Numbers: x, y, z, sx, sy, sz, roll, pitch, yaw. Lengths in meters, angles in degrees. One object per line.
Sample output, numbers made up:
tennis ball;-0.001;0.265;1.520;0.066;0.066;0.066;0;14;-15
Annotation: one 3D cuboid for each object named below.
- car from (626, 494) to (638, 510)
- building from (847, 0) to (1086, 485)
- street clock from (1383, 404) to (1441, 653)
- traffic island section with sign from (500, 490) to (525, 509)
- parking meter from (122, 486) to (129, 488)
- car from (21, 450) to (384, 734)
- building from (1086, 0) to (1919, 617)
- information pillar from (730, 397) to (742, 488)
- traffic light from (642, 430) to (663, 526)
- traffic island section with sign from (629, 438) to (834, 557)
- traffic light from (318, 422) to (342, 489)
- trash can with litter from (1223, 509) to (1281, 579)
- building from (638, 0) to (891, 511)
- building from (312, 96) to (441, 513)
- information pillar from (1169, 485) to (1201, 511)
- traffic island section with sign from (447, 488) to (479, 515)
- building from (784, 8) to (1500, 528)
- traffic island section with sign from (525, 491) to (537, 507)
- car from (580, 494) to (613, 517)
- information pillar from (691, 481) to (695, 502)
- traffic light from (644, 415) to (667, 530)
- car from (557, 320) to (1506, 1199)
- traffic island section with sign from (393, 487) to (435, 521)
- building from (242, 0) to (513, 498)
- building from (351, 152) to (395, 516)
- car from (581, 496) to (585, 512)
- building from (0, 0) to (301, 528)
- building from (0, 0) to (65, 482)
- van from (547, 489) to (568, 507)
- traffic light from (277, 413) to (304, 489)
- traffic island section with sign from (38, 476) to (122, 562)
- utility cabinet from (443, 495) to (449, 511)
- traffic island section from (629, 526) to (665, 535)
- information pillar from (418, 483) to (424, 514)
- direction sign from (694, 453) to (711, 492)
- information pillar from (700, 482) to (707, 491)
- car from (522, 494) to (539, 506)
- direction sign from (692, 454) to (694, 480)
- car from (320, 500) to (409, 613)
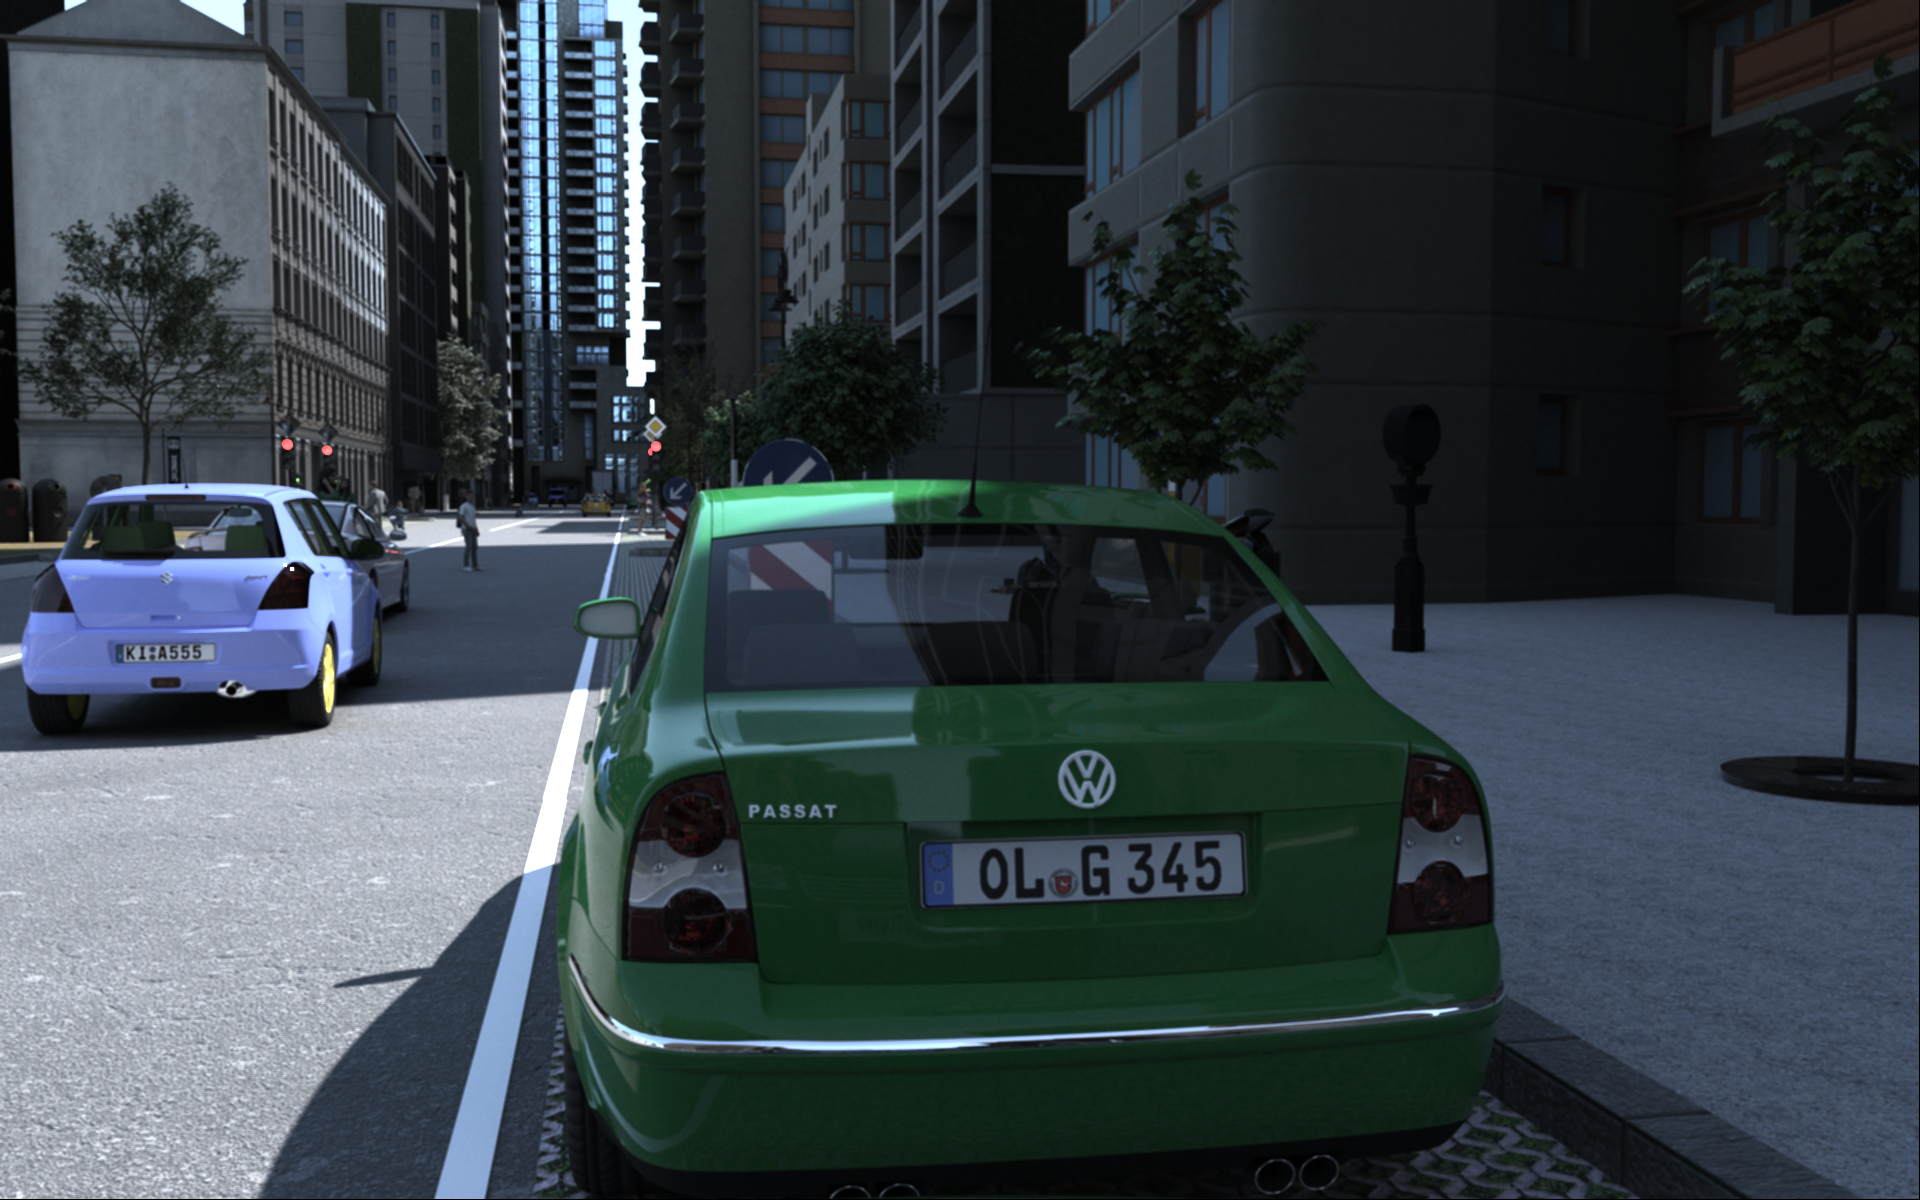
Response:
car;-29.379;-9.102;157.605;1.959;1.807;4.718;-1;4;-12
building;7.538;-37.181;46.168;20.563;71.187;20.611;-1;4;-11
street clock;3.661;-0.582;14.079;0.471;2.002;0.358;-3;4;-39
traffic island section with sign;-43.522;-9.746;167.982;1.989;1.847;2.006;-1;4;-11
parking meter;-25.183;-2.673;52.119;0.372;1.533;0.369;0;3;0
car;-4.968;-0.133;11.760;1.945;1.707;3.694;-1;4;-12
building;18.065;-10.481;16.407;27.650;21.520;28.899;-1;4;-11
information pillar;-5.458;-3.088;41.840;0.183;3.616;0.504;-1;4;-17
traffic light;-12.412;-4.954;69.922;0.839;4.253;0.868;-1;4;-11
traffic island section with sign;-1.468;-0.275;13.128;1.989;1.847;2.006;-1;4;-11
traffic light;-24.599;-4.811;67.580;0.839;4.253;0.868;-1;4;-11
trash can with litter;1.939;-0.120;13.346;0.624;1.170;1.055;-3;5;-44
building;-12.923;-29.144;131.135;22.147;44.769;28.867;-1;4;-11
building;-42.707;-19.563;113.362;14.314;27.812;24.014;-1;4;-11
information pillar;2.402;-1.654;18.403;0.183;3.616;0.504;3;5;43
traffic island section with sign;-34.172;-6.760;119.151;1.989;1.847;2.006;-1;4;-11
building;6.829;-14.840;87.670;28.899;21.520;27.650;-1;4;-11
traffic island section with sign;-48.600;-11.366;194.457;1.989;1.847;2.006;-1;4;-11
car;-22.706;-5.995;108.239;2.015;1.641;3.980;-1;4;-12
information pillar;-14.566;-5.484;94.159;0.304;2.012;0.304;-1;4;-12
traffic light;-10.909;-4.475;62.079;0.839;4.253;0.868;-1;4;-11
car;-0.156;0.230;5.029;1.959;1.807;4.718;-1;4;-9
traffic island section with sign;-28.973;-5.101;92.021;1.989;1.847;2.006;-1;4;-11
building;-67.264;-40.360;201.891;28.212;58.520;21.231;-1;4;-11
building;-36.684;-14.922;93.126;9.793;20.994;18.267;-1;4;-11
car;-29.507;-7.793;139.414;2.014;1.417;4.499;-1;4;-9
building;-33.043;-13.829;75.258;9.793;20.994;18.267;-1;4;-11
building;-45.767;-14.633;68.922;15.834;23.373;12.332;-1;4;-11
van;-44.685;-11.492;192.277;2.240;2.365;5.245;-1;4;-12
traffic light;-23.097;-4.331;59.737;0.839;4.253;0.868;-1;4;-11
traffic island section with sign;-18.500;-1.756;37.332;1.989;1.847;2.006;-1;4;-11
utility cabinet;-39.381;-7.433;132.698;0.306;1.237;1.020;-1;4;-10
traffic island section;-10.868;-2.442;62.201;2.009;0.180;2.903;-1;4;-11
information pillar;-34.217;-6.448;109.918;0.304;2.012;0.304;-1;4;-18
direction sign;-14.272;-6.414;96.860;0.379;3.537;0.876;3;4;38
information pillar;-15.148;-5.980;102.266;0.304;2.012;0.304;1;4;10
car;-50.945;-11.980;205.462;1.945;1.707;3.694;-1;4;-11
direction sign;-14.929;-6.535;98.846;0.876;3.537;0.379;2;4;25
car;-7.350;-0.432;19.419;2.083;1.381;4.827;-1;4;-11
